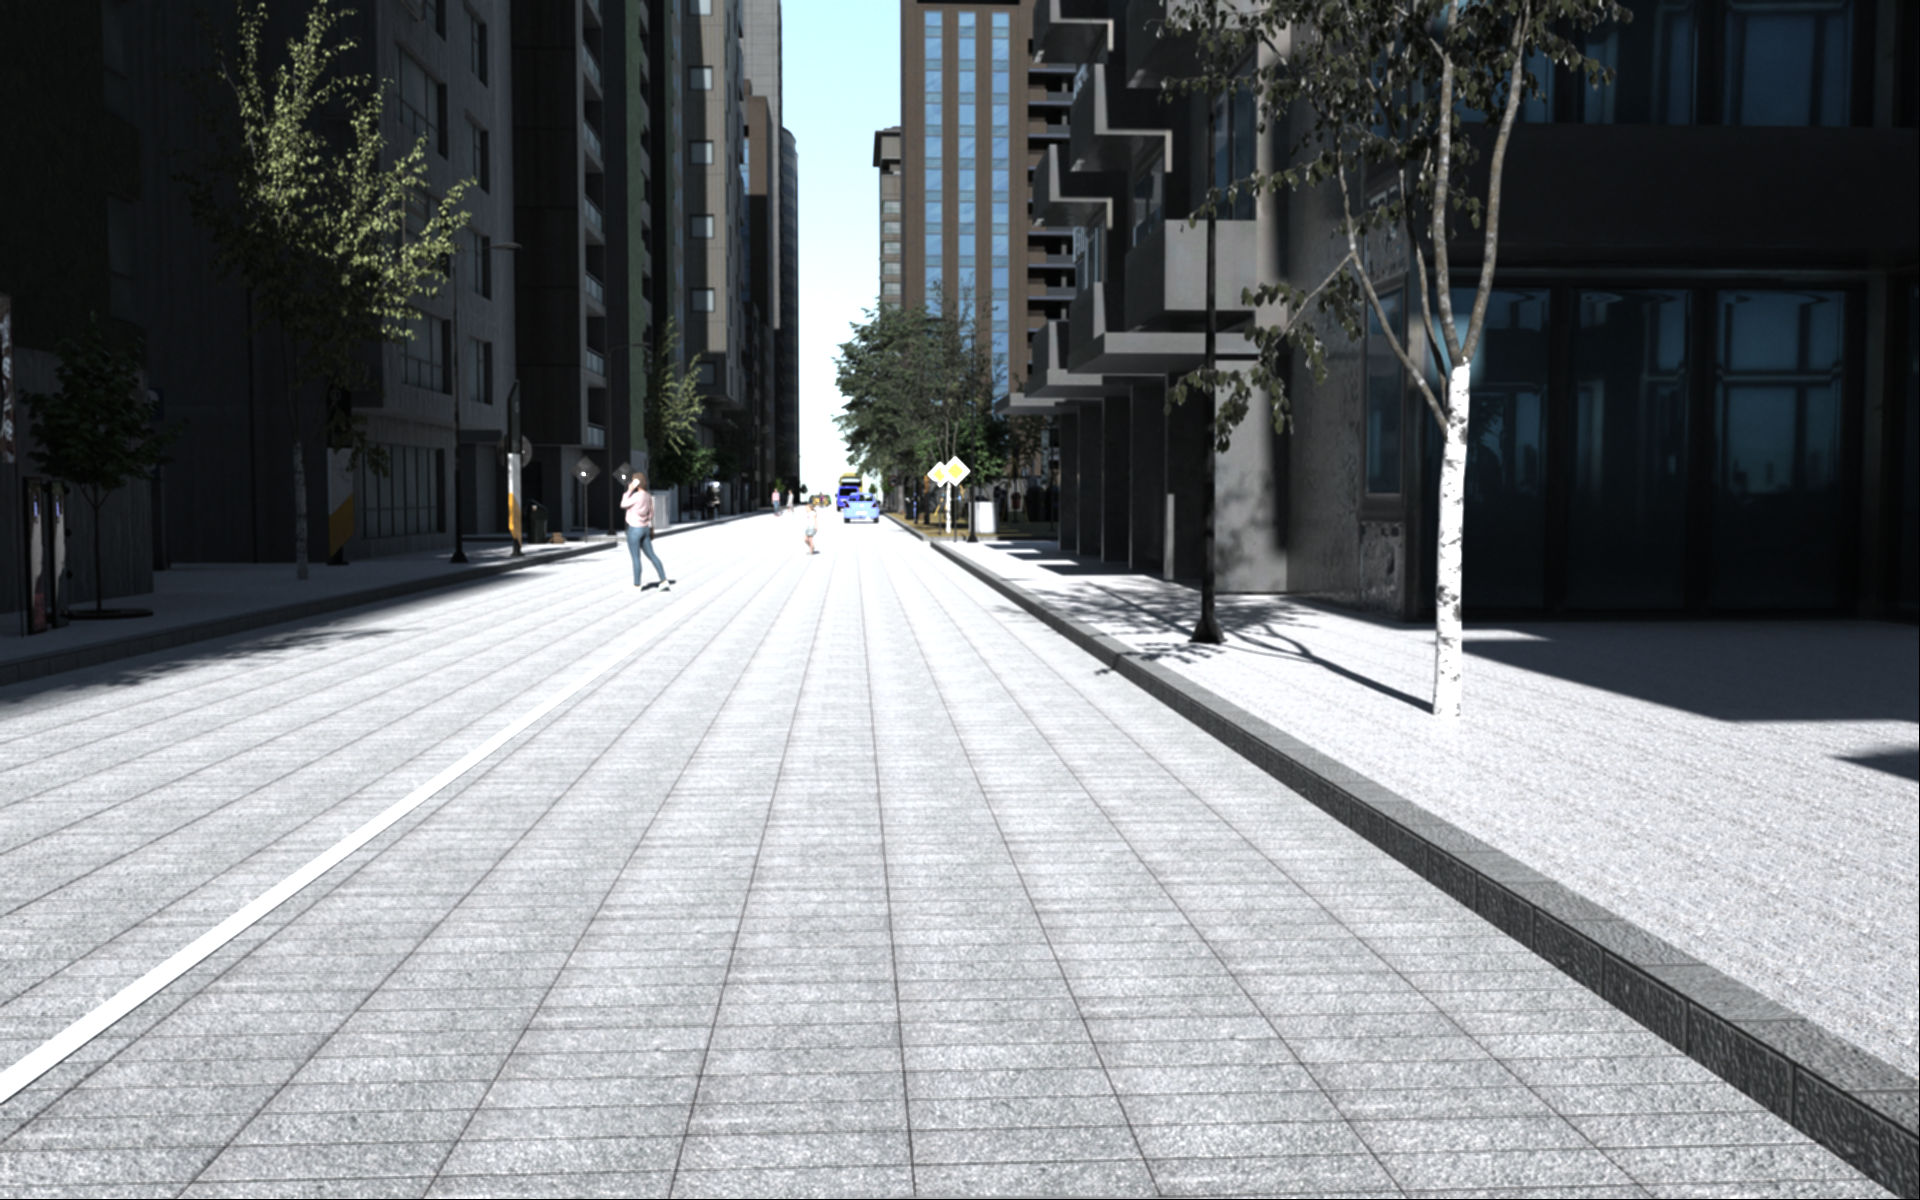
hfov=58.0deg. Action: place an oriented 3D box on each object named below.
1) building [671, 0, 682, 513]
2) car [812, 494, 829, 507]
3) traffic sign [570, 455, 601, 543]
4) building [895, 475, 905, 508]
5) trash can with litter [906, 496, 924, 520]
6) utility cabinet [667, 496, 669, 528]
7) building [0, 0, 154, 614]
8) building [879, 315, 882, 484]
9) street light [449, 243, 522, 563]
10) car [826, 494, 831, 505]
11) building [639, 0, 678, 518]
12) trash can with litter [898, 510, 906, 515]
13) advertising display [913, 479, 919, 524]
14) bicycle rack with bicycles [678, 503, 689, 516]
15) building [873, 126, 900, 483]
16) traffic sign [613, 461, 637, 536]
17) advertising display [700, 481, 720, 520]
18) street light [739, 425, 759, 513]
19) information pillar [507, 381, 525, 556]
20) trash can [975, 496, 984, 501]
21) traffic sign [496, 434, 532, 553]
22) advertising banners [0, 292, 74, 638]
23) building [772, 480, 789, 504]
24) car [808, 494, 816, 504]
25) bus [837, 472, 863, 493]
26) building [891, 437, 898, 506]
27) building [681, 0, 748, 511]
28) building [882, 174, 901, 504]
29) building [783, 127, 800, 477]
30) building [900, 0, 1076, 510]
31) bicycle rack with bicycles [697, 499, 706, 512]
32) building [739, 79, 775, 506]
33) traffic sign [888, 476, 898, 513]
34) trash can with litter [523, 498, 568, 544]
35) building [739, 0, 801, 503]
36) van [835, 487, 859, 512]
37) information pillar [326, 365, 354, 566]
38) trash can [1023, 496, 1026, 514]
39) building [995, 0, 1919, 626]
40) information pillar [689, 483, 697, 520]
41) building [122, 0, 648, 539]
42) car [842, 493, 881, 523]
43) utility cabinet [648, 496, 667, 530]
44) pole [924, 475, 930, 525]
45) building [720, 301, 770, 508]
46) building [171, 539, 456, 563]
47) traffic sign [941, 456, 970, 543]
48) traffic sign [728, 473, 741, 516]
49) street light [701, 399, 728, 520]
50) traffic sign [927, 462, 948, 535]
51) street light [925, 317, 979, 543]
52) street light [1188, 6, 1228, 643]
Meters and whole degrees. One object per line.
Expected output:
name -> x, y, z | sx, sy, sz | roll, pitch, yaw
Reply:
building -> -25.315, -28.151, 110.386 | 14.600, 45.320, 14.200 | 0, 4, -4
car -> -16.076, -11.603, 199.928 | 2.015, 1.641, 3.980 | 0, 4, -3
traffic sign -> -9.750, -2.538, 45.138 | 0.795, 2.450, 0.064 | 0, 4, -4
building -> 10.218, -28.724, 161.517 | 32.217, 40.220, 23.993 | 0, 4, -4
trash can with litter -> -2.115, -4.717, 88.511 | 0.624, 1.170, 1.055 | -2, 4, -30
utility cabinet -> -11.217, -3.321, 65.461 | 0.306, 1.237, 1.020 | 0, 4, -2
building -> -17.076, -14.840, 14.344 | 14.160, 30.474, 14.107 | 0, 4, -4
building -> -1.649, -37.856, 273.572 | 22.147, 44.769, 28.867 | 0, 4, -4
street light -> -8.813, -3.648, 32.194 | 1.470, 5.913, 1.316 | 0, 4, -4
car -> -18.581, -13.983, 237.424 | 1.959, 1.807, 4.718 | 0, 4, -3
building -> -22.368, -19.399, 88.867 | 14.160, 30.474, 14.107 | 0, 4, -4
trash can with litter -> -3.314, -5.916, 108.110 | 1.055, 1.170, 0.624 | -1, 4, -16
advertising display -> -1.881, -4.206, 73.986 | 0.123, 1.923, 0.974 | 0, 4, -7
bicycle rack with bicycles -> -18.072, -5.434, 102.231 | 2.852, 0.926, 2.925 | -2, 4, -35
building -> 2.214, -40.131, 245.385 | 28.713, 52.752, 27.495 | 0, 4, -4
traffic sign -> -10.246, -3.025, 53.108 | 0.795, 2.450, 0.064 | 0, 4, -4
advertising display -> -12.564, -5.012, 87.154 | 0.974, 1.923, 0.123 | -1, 4, -15
street light -> -14.089, -8.761, 115.791 | 1.470, 5.913, 1.316 | 0, 4, -4
information pillar -> -9.177, -2.712, 35.689 | 0.183, 3.616, 0.504 | 0, 4, 6
trash can -> 1.435, -7.033, 126.634 | 0.748, 1.137, 0.748 | 0, 3, 0
traffic sign -> -9.301, -2.202, 36.117 | 0.768, 2.556, 0.104 | 0, 4, 6
advertising banners -> -8.506, -1.205, 15.898 | 0.090, 3.025, 2.074 | -1, 4, -13
building -> -38.520, -32.484, 222.987 | 32.217, 40.220, 23.993 | 0, 4, -4
car -> -18.964, -13.214, 228.054 | 2.014, 1.417, 4.499 | 0, 4, -2
bus -> -12.394, -12.512, 196.124 | 2.896, 3.916, 12.252 | 0, 4, -5
building -> 3.983, -53.489, 187.215 | 22.319, 86.520, 31.000 | 0, 4, -4
building -> -31.553, -33.685, 139.984 | 28.713, 52.752, 27.495 | 0, 4, -4
building -> -3.021, -33.048, 223.932 | 14.154, 41.232, 14.086 | 0, 4, -4
building -> -36.031, -44.515, 269.816 | 21.231, 58.520, 28.212 | 0, 4, -4
building -> 2.236, -30.071, 141.768 | 14.600, 45.320, 14.200 | 0, 4, -4
bicycle rack with bicycles -> -18.969, -6.606, 121.397 | 2.852, 0.926, 2.925 | 3, 5, 43
building -> -27.786, -33.080, 190.963 | 14.600, 45.320, 14.200 | 0, 4, -4
traffic sign -> -4.592, -7.278, 119.093 | 0.768, 2.556, 0.104 | 0, 4, -3
trash can with litter -> -10.670, -2.031, 44.587 | 1.055, 1.170, 0.624 | -2, 4, -24
building -> -33.200, -49.354, 245.193 | 20.563, 71.187, 20.611 | 0, 4, -4
van -> -9.208, -8.479, 143.021 | 2.240, 2.365, 5.245 | 0, 4, -4
information pillar -> -11.185, -2.438, 31.214 | 0.183, 3.616, 0.504 | 2, 4, 33
trash can -> 4.268, -5.991, 109.611 | 0.748, 1.137, 0.748 | 0, 3, 0
building -> 13.139, -25.051, 29.189 | 23.786, 49.044, 30.456 | 0, 4, -4
information pillar -> -13.445, -5.063, 87.278 | 0.304, 2.012, 0.304 | 2, 4, 28
building -> -18.758, -22.968, 59.120 | 14.154, 41.232, 14.086 | 0, 4, -4
car -> -4.897, -4.686, 86.211 | 1.945, 1.707, 3.694 | 0, 4, -2
utility cabinet -> -10.940, -3.123, 62.223 | 0.306, 1.237, 1.020 | 1, 4, 10
pole -> -1.388, -4.830, 72.815 | 0.158, 3.312, 0.155 | 0, 3, 0
building -> -33.142, -19.816, 169.037 | 27.650, 21.520, 28.899 | 0, 4, -4
building -> -18.011, -21.646, 37.504 | 14.086, 41.232, 14.154 | 0, 4, -4
traffic sign -> -0.123, -2.573, 45.716 | 0.795, 2.450, 0.064 | 0, 4, -4
traffic sign -> -13.491, -6.330, 103.606 | 0.768, 2.556, 0.104 | 0, 4, 2
street light -> -12.020, -6.863, 84.755 | 1.470, 5.913, 1.316 | 0, 4, -4
traffic sign -> -0.619, -3.061, 53.685 | 0.795, 2.450, 0.064 | 0, 4, -4
street light -> -0.206, -4.472, 45.661 | 1.470, 5.913, 1.316 | 0, 4, -4
street light -> 1.613, -2.587, 14.841 | 1.470, 5.913, 1.316 | 0, 4, -4
